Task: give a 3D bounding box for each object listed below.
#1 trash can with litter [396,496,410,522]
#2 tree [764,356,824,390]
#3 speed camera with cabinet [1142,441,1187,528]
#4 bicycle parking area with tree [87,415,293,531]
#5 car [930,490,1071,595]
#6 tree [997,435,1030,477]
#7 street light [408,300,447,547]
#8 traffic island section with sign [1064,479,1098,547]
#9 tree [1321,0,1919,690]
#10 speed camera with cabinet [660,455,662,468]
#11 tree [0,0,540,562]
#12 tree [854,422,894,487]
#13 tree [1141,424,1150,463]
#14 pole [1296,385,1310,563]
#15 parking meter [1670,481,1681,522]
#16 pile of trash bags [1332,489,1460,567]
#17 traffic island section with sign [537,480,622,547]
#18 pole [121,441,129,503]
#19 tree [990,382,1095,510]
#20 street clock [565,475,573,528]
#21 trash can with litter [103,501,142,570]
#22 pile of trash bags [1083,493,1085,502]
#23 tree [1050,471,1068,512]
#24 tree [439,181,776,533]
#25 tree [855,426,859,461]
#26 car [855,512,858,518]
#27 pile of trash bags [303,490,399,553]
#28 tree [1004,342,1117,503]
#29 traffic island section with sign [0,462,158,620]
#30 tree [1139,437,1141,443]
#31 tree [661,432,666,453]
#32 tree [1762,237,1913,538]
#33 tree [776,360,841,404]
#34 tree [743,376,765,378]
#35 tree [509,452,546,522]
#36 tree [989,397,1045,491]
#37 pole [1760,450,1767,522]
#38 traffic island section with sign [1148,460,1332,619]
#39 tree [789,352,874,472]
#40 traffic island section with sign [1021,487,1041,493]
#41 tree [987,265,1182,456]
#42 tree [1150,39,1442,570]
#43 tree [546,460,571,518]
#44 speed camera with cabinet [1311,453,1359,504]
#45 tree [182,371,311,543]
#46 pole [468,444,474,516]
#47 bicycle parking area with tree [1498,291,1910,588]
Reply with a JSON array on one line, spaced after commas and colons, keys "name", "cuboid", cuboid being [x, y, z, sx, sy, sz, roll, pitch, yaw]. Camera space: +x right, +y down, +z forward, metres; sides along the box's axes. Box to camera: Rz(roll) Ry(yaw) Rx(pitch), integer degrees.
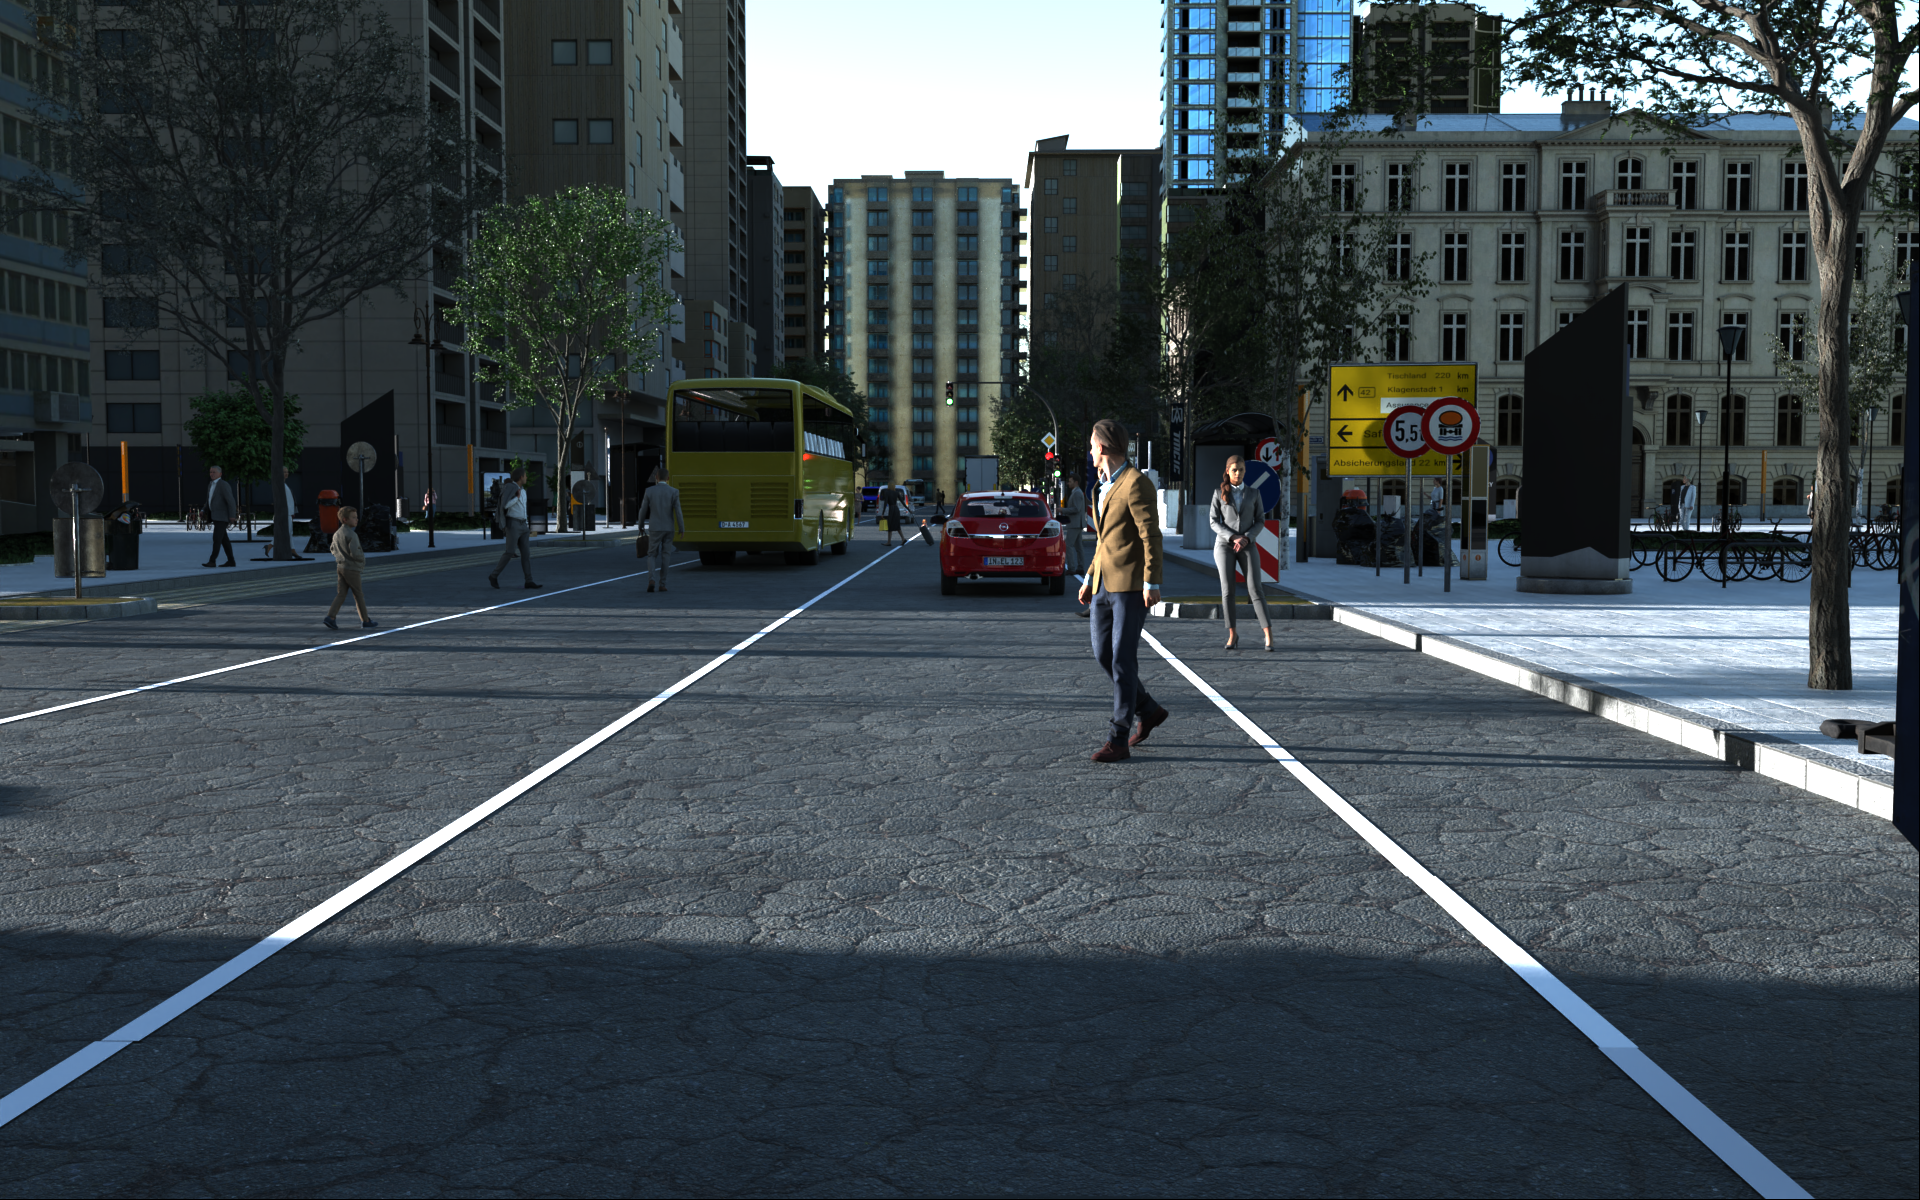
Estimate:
[{"name": "trash can with litter", "cuboid": [-22.870, -3.612, 70.120, 2.233, 1.210, 1.678, 0, 4, 7]}, {"name": "tree", "cuboid": [-11.672, -11.135, 116.469, 7.601, 10.594, 8.767, 0, 4, -3]}, {"name": "speed camera with cabinet", "cuboid": [7.597, -4.348, 65.432, 2.038, 3.252, 0.660, -2, 4, -31]}, {"name": "bicycle parking area with tree", "cuboid": [-28.838, -4.622, 62.568, 8.231, 4.147, 9.016, 0, 4, 7]}, {"name": "car", "cuboid": [0.616, -1.041, 26.061, 2.155, 1.783, 4.494, 0, 4, 0]}, {"name": "tree", "cuboid": [8.489, -15.851, 193.569, 7.601, 10.594, 8.767, 3, 5, 43]}, {"name": "street light", "cuboid": [-12.716, -4.202, 41.494, 0.468, 5.910, 1.993, 0, 4, 1]}, {"name": "traffic island section with sign", "cuboid": [3.647, -2.399, 47.857, 1.989, 1.847, 2.006, 0, 4, 1]}, {"name": "tree", "cuboid": [5.420, -4.689, 11.078, 7.601, 10.594, 8.767, -1, 4, -15]}, {"name": "speed camera with cabinet", "cuboid": [-15.069, -5.748, 88.314, 0.660, 3.252, 2.038, 1, 4, 19]}, {"name": "tree", "cuboid": [-13.177, -7.494, 32.898, 12.009, 13.543, 11.850, 0, 3, 0]}, {"name": "tree", "cuboid": [-11.107, -16.311, 201.089, 7.601, 10.594, 8.767, 0, 4, 8]}, {"name": "tree", "cuboid": [14.786, -9.962, 113.233, 4.360, 8.622, 3.978, 0, 3, 0]}, {"name": "pole", "cuboid": [6.425, -2.360, 32.435, 0.158, 3.312, 0.155, 0, 3, 0]}, {"name": "parking meter", "cuboid": [32.606, -4.479, 78.944, 0.255, 1.863, 0.399, -1, 4, -13]}, {"name": "pile of trash bags", "cuboid": [7.767, -1.357, 31.933, 1.912, 1.369, 3.447, -1, 4, -9]}, {"name": "traffic island section with sign", "cuboid": [-10.376, -2.376, 47.483, 1.989, 1.847, 2.006, 0, 4, 1]}, {"name": "pole", "cuboid": [-32.372, -4.485, 67.178, 0.158, 3.312, 0.155, 0, 3, 0]}, {"name": "tree", "cuboid": [7.739, -13.871, 143.797, 9.611, 12.733, 9.660, 0, 3, 0]}, {"name": "street clock", "cuboid": [-14.586, -3.691, 64.926, 0.471, 2.002, 0.358, 0, 4, -1]}, {"name": "trash can with litter", "cuboid": [-14.361, -1.089, 29.192, 1.055, 1.170, 0.624, 0, 4, 5]}, {"name": "pile of trash bags", "cuboid": [8.189, -5.556, 100.601, 1.912, 1.369, 3.447, -3, 5, -43]}, {"name": "tree", "cuboid": [6.867, -7.886, 123.542, 1.663, 3.219, 1.824, 0, 3, 0]}, {"name": "tree", "cuboid": [-12.972, -8.019, 56.863, 9.928, 11.665, 9.643, 0, 3, 0]}, {"name": "tree", "cuboid": [-11.582, -13.489, 170.901, 4.360, 8.622, 3.978, 0, 3, 0]}, {"name": "car", "cuboid": [-7.071, -5.902, 106.284, 2.009, 1.686, 4.222, 0, 4, -1]}, {"name": "pile of trash bags", "cuboid": [-13.507, -1.732, 38.068, 1.912, 1.369, 3.447, 0, 4, -8]}, {"name": "tree", "cuboid": [7.324, -11.738, 117.667, 9.928, 11.665, 9.643, 0, 3, 0]}, {"name": "traffic island section with sign", "cuboid": [-10.734, -0.727, 20.519, 1.989, 1.847, 2.006, 0, 4, 1]}, {"name": "tree", "cuboid": [15.221, -10.873, 128.133, 4.360, 8.622, 3.978, 0, 3, 0]}, {"name": "tree", "cuboid": [-19.106, -10.441, 121.067, 4.360, 8.622, 3.978, 0, 3, 0]}, {"name": "tree", "cuboid": [25.742, -6.084, 49.831, 4.360, 8.622, 3.978, 0, 3, 0]}, {"name": "tree", "cuboid": [-12.911, -12.840, 135.695, 9.928, 11.665, 9.643, 0, 3, 0]}, {"name": "tree", "cuboid": [-12.384, -9.572, 106.866, 4.360, 8.622, 3.978, 0, 3, 0]}, {"name": "tree", "cuboid": [-20.345, -5.193, 79.507, 1.663, 3.219, 1.824, 0, 3, 0]}, {"name": "tree", "cuboid": [8.325, -19.682, 228.458, 9.857, 13.997, 8.962, 0, 3, 0]}, {"name": "pole", "cuboid": [37.517, -5.322, 80.861, 0.158, 3.312, 0.155, 0, 3, 0]}, {"name": "traffic island section with sign", "cuboid": [3.290, -0.746, 20.824, 1.989, 1.847, 2.006, 0, 4, 1]}, {"name": "tree", "cuboid": [-11.888, -15.125, 153.950, 9.857, 13.997, 8.962, 0, 3, 0]}, {"name": "traffic island section with sign", "cuboid": [4.395, -5.802, 103.493, 1.989, 1.847, 2.006, 0, 4, 1]}, {"name": "tree", "cuboid": [6.981, -11.149, 92.654, 12.009, 13.543, 11.850, 0, 3, 0]}, {"name": "tree", "cuboid": [5.740, -4.816, 29.100, 4.360, 8.622, 3.978, 0, 3, 0]}, {"name": "tree", "cuboid": [-21.996, -6.128, 94.791, 1.663, 3.219, 1.824, 0, 3, 0]}, {"name": "speed camera with cabinet", "cuboid": [8.633, -2.782, 39.825, 0.660, 3.252, 2.038, 2, 4, 28]}, {"name": "tree", "cuboid": [-18.999, -3.829, 46.324, 4.285, 4.588, 4.351, 0, 3, 0]}, {"name": "pole", "cuboid": [-20.107, -4.730, 71.182, 0.158, 3.312, 0.155, 0, 3, 0]}, {"name": "bicycle parking area with tree", "cuboid": [13.468, -2.456, 27.153, 9.016, 4.147, 8.231, 1, 4, 10]}]
